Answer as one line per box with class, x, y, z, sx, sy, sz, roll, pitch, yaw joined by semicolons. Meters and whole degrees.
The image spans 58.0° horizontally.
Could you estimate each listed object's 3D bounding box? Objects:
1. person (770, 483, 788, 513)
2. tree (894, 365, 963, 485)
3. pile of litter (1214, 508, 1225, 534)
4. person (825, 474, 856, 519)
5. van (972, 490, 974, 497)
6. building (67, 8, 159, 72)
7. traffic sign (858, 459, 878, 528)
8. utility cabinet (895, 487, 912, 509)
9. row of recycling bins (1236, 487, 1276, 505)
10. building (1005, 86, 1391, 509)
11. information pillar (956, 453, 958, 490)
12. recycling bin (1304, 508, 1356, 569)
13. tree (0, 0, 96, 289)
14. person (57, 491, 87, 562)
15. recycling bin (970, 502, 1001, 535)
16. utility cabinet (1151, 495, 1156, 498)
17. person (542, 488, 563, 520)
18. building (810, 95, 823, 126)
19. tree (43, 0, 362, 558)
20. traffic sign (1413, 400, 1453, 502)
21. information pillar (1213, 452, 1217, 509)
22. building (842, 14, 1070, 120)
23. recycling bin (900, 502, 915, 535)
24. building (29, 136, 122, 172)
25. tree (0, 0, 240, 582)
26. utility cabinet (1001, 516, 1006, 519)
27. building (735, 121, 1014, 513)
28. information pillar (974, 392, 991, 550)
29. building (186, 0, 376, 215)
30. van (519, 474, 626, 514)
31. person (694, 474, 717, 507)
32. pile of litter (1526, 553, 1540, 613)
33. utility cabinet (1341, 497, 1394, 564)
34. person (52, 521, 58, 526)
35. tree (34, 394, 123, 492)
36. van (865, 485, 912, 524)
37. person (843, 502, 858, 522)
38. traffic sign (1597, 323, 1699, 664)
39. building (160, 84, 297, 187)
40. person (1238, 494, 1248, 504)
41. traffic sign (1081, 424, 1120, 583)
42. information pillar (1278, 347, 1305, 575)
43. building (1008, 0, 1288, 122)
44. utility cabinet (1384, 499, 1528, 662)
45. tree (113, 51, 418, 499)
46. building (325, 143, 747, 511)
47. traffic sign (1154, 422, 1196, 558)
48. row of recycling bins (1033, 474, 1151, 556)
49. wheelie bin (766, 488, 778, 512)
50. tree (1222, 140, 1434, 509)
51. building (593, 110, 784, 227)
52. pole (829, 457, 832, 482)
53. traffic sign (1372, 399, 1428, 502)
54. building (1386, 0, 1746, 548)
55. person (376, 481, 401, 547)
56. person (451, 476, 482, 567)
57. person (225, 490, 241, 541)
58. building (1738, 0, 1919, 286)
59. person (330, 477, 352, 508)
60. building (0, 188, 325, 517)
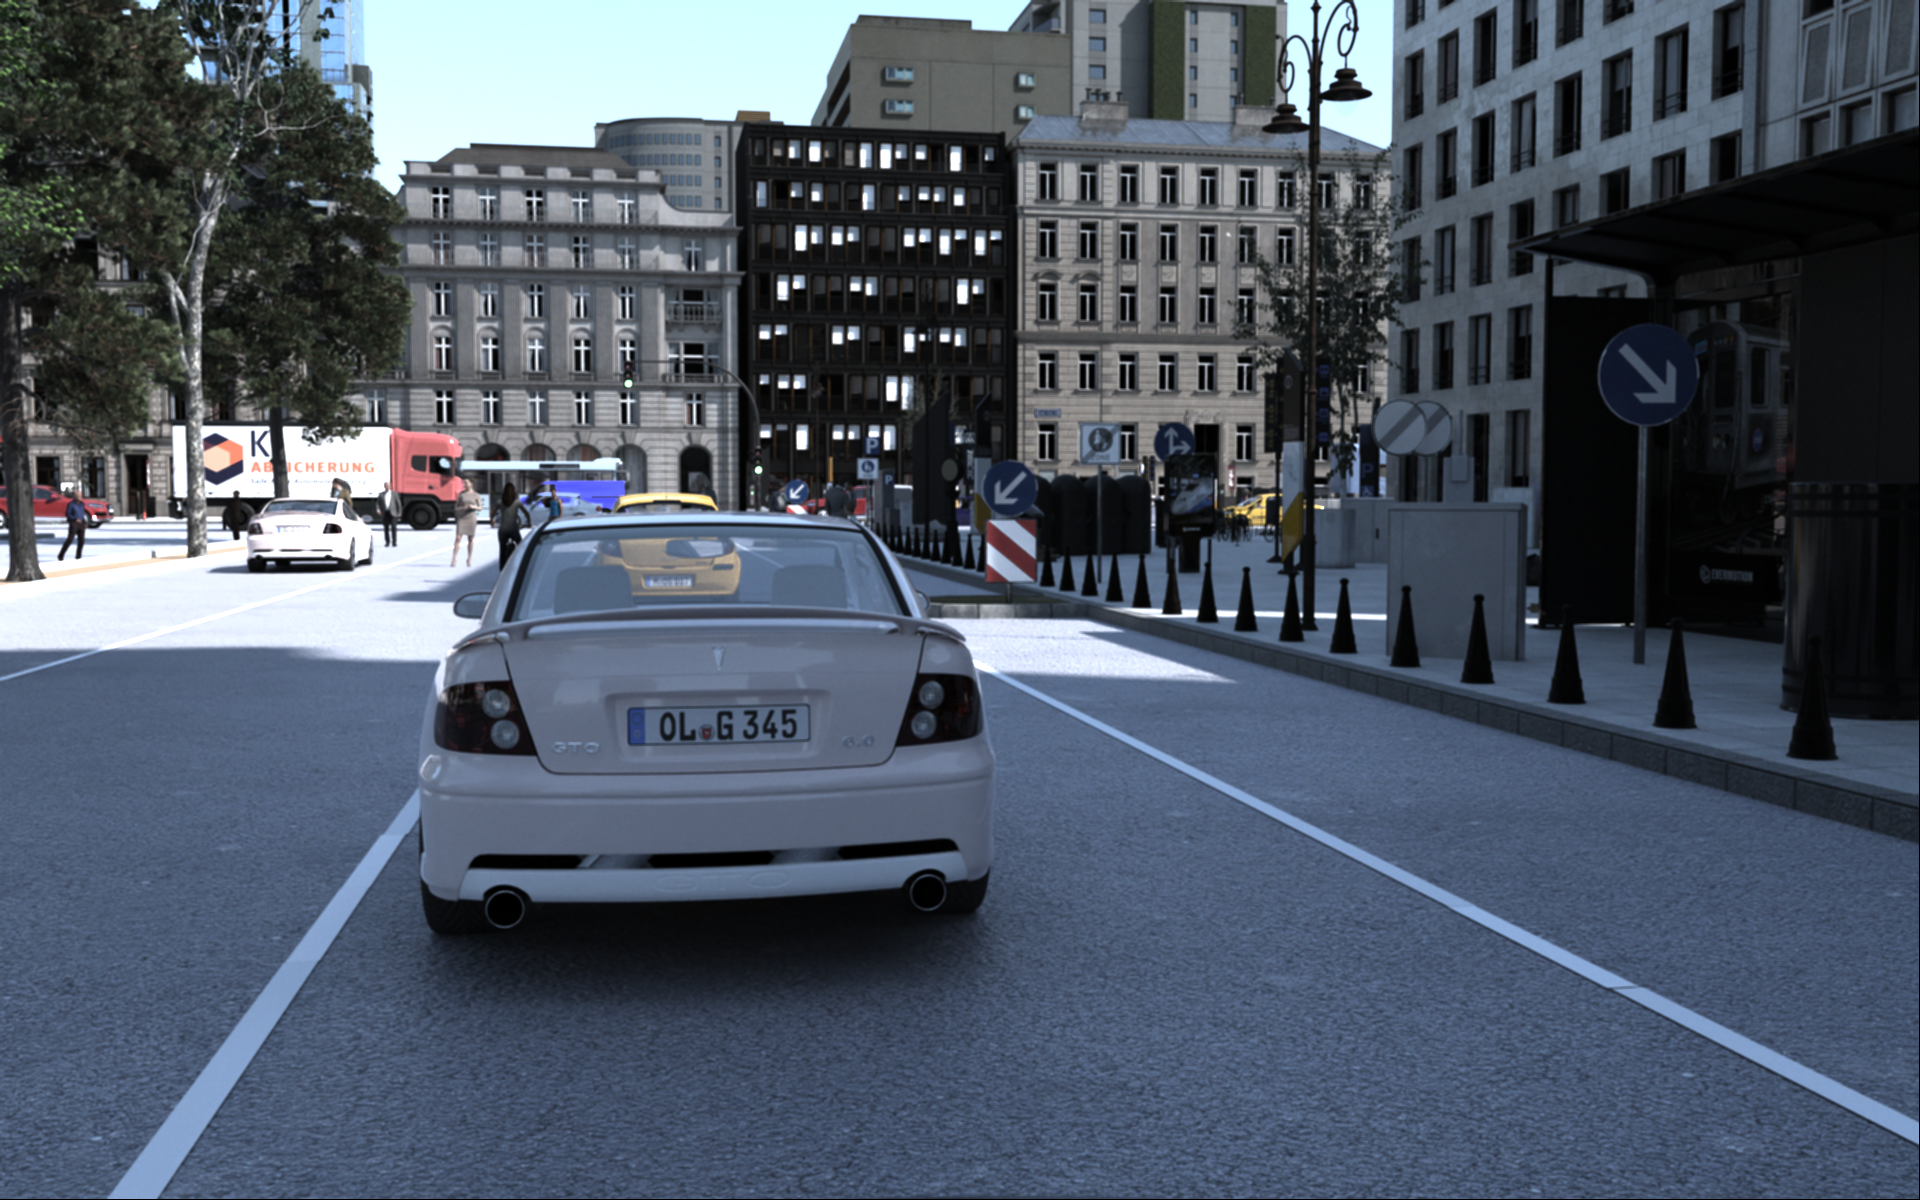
person;-5.745;-2.820;54.957;0.623;1.781;0.721;0;4;5
tree;-1.953;-9.131;99.646;4.360;8.622;3.978;0;3;0
pile of litter;8.092;-2.566;55.915;1.176;0.858;1.719;2;4;24
person;-2.186;-1.414;31.798;0.473;1.802;0.592;-2;4;-26
van;2.557;-4.343;78.023;4.112;2.044;2.013;-1;4;-10
building;-125.301;-49.713;251.054;20.611;71.187;20.563;-1;4;-11
traffic sign;-2.623;-2.892;49.406;0.606;2.300;0.079;0;4;-3
utility cabinet;-2.206;-3.001;57.743;1.173;1.500;0.318;-1;4;-23
row of recycling bins;17.613;-5.639;99.313;3.534;1.692;1.069;1;4;9
building;14.338;-19.295;112.741;25.104;27.353;12.463;-1;4;-11
information pillar;-0.214;-6.273;93.919;0.183;3.616;0.504;1;4;14
recycling bin;6.429;-1.077;30.168;0.722;1.027;0.722;2;4;34
tree;-13.457;-5.566;19.220;9.928;11.665;9.643;0;3;0
person;-18.574;-1.540;36.370;0.600;1.496;0.574;3;5;42
recycling bin;0.807;-2.545;54.168;0.722;1.027;0.722;3;5;39
utility cabinet;11.585;-5.787;105.775;0.306;1.237;1.020;2;4;33
person;-11.648;-2.388;49.413;0.647;1.594;0.662;0;4;7
building;-5.157;-35.018;196.245;21.300;48.544;21.600;-1;4;-11
tree;-18.314;-11.021;38.536;12.611;20.169;13.585;0;3;0
traffic sign;6.320;-1.437;23.596;0.768;2.556;0.104;-1;4;-9
information pillar;14.036;-6.403;96.051;0.183;3.616;0.504;-3;4;-38
building;-1.616;-33.691;174.553;21.300;48.544;21.600;-1;4;-11
recycling bin;-1.491;-2.547;54.194;0.722;1.027;0.722;0;4;0
building;-97.011;-29.493;174.093;23.993;40.220;32.217;-1;4;-11
tree;-15.364;-6.324;27.910;6.751;12.117;7.091;0;3;0
utility cabinet;1.027;-2.971;57.254;1.173;1.500;0.318;3;4;38
building;-5.710;-17.067;108.721;15.834;23.373;12.332;-1;4;-11
information pillar;0.533;-2.951;39.610;0.183;3.616;0.504;3;5;45
building;-100.210;-57.744;256.785;31.000;86.520;22.319;-1;4;-11
van;-17.938;-4.601;79.616;5.245;2.365;2.240;-1;4;-9
person;-4.637;-1.379;31.224;0.537;1.800;0.526;2;4;34
pile of litter;6.844;-0.272;18.419;1.176;0.858;1.719;-1;4;-22
utility cabinet;7.600;-1.284;32.159;1.020;1.237;0.306;2;4;30
person;-40.996;-4.017;78.419;0.306;1.304;0.590;-3;4;-39
tree;-44.732;-8.439;88.344;4.360;8.622;3.978;0;3;0
van;-2.069;-4.174;75.250;4.112;2.044;2.013;-1;4;-11
person;-1.807;-1.028;29.550;0.590;1.304;0.306;-1;4;-15
traffic sign;5.135;-0.790;13.021;0.768;2.556;0.104;0;4;-2
building;-79.655;-32.780;186.065;14.200;45.320;14.600;-1;4;-11
person;14.204;-4.587;86.738;0.421;1.427;0.697;-1;4;-20
traffic sign;2.012;-1.395;24.939;0.606;2.300;0.079;-1;4;-10
information pillar;5.279;-2.210;27.484;0.183;3.616;0.504;-1;4;-23
building;21.183;-40.296;200.833;28.212;58.520;21.231;-1;4;-11
utility cabinet;3.891;-0.148;13.578;1.020;1.237;0.306;2;4;28
tree;-19.517;-8.523;49.235;7.806;13.903;7.818;0;3;0
building;-25.476;-16.124;105.429;24.055;21.916;13.314;-1;4;-11
traffic sign;3.804;-1.879;30.835;0.768;2.556;0.104;-1;4;-8
row of recycling bins;2.606;-1.798;36.515;3.534;1.692;1.069;-2;4;-34
wheelie bin;-10.047;-5.267;94.020;0.980;1.594;0.693;-1;4;-8
tree;7.633;-5.195;35.300;4.360;8.622;3.978;0;3;0
building;-41.640;-44.344;267.017;28.212;58.520;21.231;-1;4;-11
pole;-7.124;-6.210;95.373;0.158;3.312;0.155;0;3;0
traffic sign;5.874;-1.415;23.249;0.768;2.556;0.104;0;4;-5
building;18.723;-11.408;41.275;10.420;20.320;16.860;-1;4;-11
person;-15.489;-2.329;46.976;0.661;1.777;0.834;-1;4;-22
person;-9.782;-1.556;34.281;0.599;1.781;0.374;-1;4;-13
person;-21.550;-2.485;51.401;0.388;1.546;0.482;0;4;1
building;22.190;-12.543;23.105;12.078;24.808;19.932;-1;4;-11
person;-15.182;-2.074;42.319;0.656;1.842;0.836;-1;4;-18
building;-46.532;-14.410;100.227;19.286;19.102;10.561;-1;4;-11
